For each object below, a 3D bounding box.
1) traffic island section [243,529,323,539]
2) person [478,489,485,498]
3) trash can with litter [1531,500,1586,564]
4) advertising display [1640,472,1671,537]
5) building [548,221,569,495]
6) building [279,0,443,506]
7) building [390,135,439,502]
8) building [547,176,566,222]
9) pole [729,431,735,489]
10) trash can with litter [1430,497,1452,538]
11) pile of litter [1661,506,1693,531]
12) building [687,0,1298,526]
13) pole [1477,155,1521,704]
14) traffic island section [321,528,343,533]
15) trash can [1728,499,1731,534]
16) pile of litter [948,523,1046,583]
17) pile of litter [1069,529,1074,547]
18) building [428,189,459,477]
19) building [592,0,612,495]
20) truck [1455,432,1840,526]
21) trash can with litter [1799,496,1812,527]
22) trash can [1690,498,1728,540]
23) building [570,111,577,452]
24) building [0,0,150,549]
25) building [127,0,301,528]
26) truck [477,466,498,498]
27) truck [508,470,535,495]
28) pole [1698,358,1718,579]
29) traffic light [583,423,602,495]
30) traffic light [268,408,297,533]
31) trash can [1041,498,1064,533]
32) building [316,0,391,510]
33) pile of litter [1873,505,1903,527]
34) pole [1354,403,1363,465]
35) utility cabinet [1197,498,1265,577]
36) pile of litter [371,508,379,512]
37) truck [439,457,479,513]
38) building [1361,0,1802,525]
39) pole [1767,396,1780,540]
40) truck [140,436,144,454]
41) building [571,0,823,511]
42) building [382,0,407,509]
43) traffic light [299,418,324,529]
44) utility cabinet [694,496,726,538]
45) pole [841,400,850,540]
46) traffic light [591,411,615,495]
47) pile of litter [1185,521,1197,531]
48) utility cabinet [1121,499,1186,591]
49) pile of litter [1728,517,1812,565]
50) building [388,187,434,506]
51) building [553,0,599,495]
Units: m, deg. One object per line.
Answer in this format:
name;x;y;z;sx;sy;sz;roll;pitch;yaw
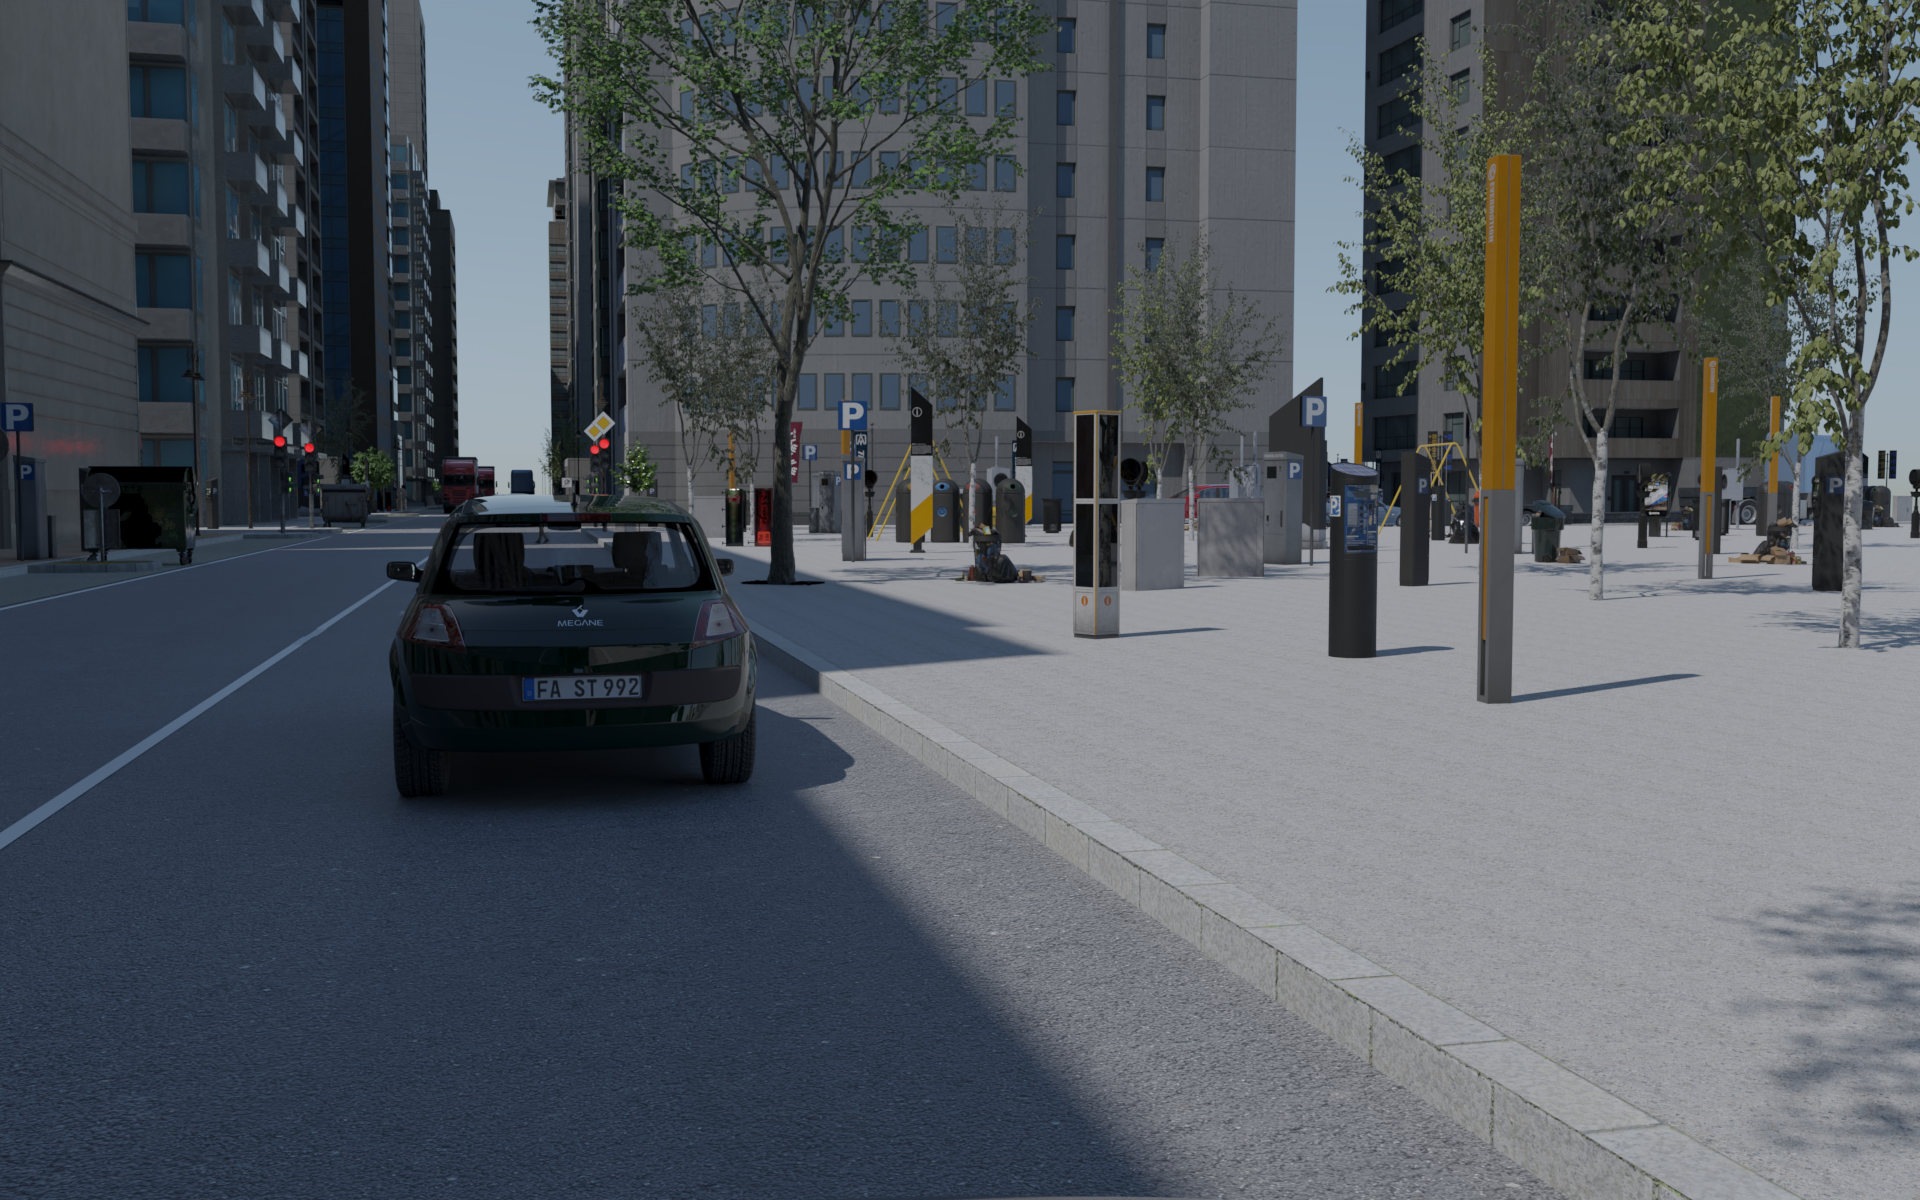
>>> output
traffic island section;-22.106;-2.093;56.499;2.009;0.180;2.903;-1;4;-14
person;-34.077;-7.015;123.363;0.590;1.801;0.661;-1;4;-18
trash can with litter;11.182;-1.279;32.292;0.624;1.170;1.055;-2;4;-33
advertising display;20.734;-2.840;51.643;0.123;1.923;0.974;-2;4;-30
building;-54.883;-35.396;262.313;14.154;41.232;14.086;-1;4;-14
building;-86.428;-49.900;254.113;20.563;71.187;20.611;-1;4;-14
building;-82.060;-37.309;229.607;23.786;49.044;30.456;-1;4;-14
building;-52.558;-42.506;284.206;28.713;52.752;27.495;-1;4;-14
pole;-7.344;-3.794;55.881;0.158;3.312;0.155;0;3;0
trash can with litter;14.513;-2.421;50.636;2.233;1.210;1.678;0;4;-1
pile of litter;25.499;-2.864;60.791;1.719;0.858;1.176;3;4;37
building;-1.710;-32.924;80.308;28.212;58.520;21.231;-1;4;-14
pole;3.289;-1.023;10.567;0.158;3.312;0.155;0;3;0
traffic island section;-24.054;-2.567;64.244;2.009;0.180;2.903;-1;4;-14
trash can;23.399;-2.555;53.427;0.748;1.137;0.748;0;3;0
pile of litter;0.551;-0.707;25.530;1.176;0.858;1.719;-2;4;-27
pile of litter;3.289;-1.723;42.135;1.176;0.858;1.719;3;5;40
building;-91.378;-39.853;275.295;21.300;48.544;21.600;-1;4;-14
building;-13.692;-20.001;98.715;14.160;30.474;14.107;-1;4;-14
truck;29.866;-5.093;73.027;18.799;4.110;2.967;-1;4;-15
trash can with litter;33.755;-3.558;69.236;2.233;1.210;1.678;-1;4;-20
trash can;20.615;-2.221;47.962;0.748;1.137;0.748;0;3;0
building;-34.447;-32.813;186.598;14.600;45.320;14.200;-1;4;-14
building;-37.765;-12.852;43.407;30.059;22.955;16.112;-1;4;-14
building;-41.338;-27.841;74.801;23.786;49.044;30.456;-1;4;-14
truck;-48.307;-11.387;175.083;2.839;4.237;11.283;-1;4;-16
truck;-46.621;-11.938;184.941;2.967;4.110;18.799;-1;4;-15
pole;11.250;-1.970;26.046;0.158;3.312;0.155;0;3;0
traffic light;-14.064;-4.753;66.628;0.839;4.253;0.868;-1;4;-14
traffic light;-22.065;-4.126;56.374;0.839;4.253;0.868;-1;4;-14
trash can;3.018;-2.751;56.630;0.748;1.137;0.748;0;3;0
building;-54.370;-30.010;140.777;14.600;45.320;14.200;-1;4;-14
pile of litter;35.516;-3.247;67.056;1.176;0.858;1.719;-3;5;-44
pole;8.888;-2.744;38.704;0.158;3.312;0.155;0;3;0
utility cabinet;4.216;-0.969;27.000;1.020;1.237;0.306;0;4;4
pile of litter;-42.170;-6.682;123.213;1.719;0.858;1.176;-1;4;-22
truck;-38.067;-8.754;132.040;2.839;4.237;11.283;-1;4;-15
building;28.357;-18.927;81.155;14.107;30.474;14.160;-1;4;-14
pole;17.028;-2.595;36.268;0.158;3.312;0.155;0;3;0
truck;-32.502;-4.187;57.377;11.283;4.237;2.839;-1;4;-12
building;-26.374;-38.180;166.245;21.231;58.520;28.212;-1;4;-14
building;-63.519;-51.862;160.617;22.319;86.520;31.000;-1;4;-14
traffic light;-24.012;-4.599;64.119;0.839;4.253;0.868;-1;4;-14
utility cabinet;-7.377;-2.416;50.661;1.020;1.237;0.306;-1;4;-16
pole;-2.472;-2.671;37.520;0.158;3.312;0.155;0;3;0
traffic light;-12.116;-4.279;58.883;0.839;4.253;0.868;-1;4;-14
pile of litter;8.276;-2.855;60.639;1.176;0.858;1.719;0;4;7
utility cabinet;2.591;-0.741;23.273;1.020;1.237;0.306;-3;5;-44
pile of litter;14.958;-1.101;31.966;1.176;0.858;1.719;0;4;-4
building;-74.541;-30.317;187.565;32.217;40.220;23.993;-1;4;-14
building;-47.388;-49.368;245.423;20.563;71.187;20.611;-1;4;-14
